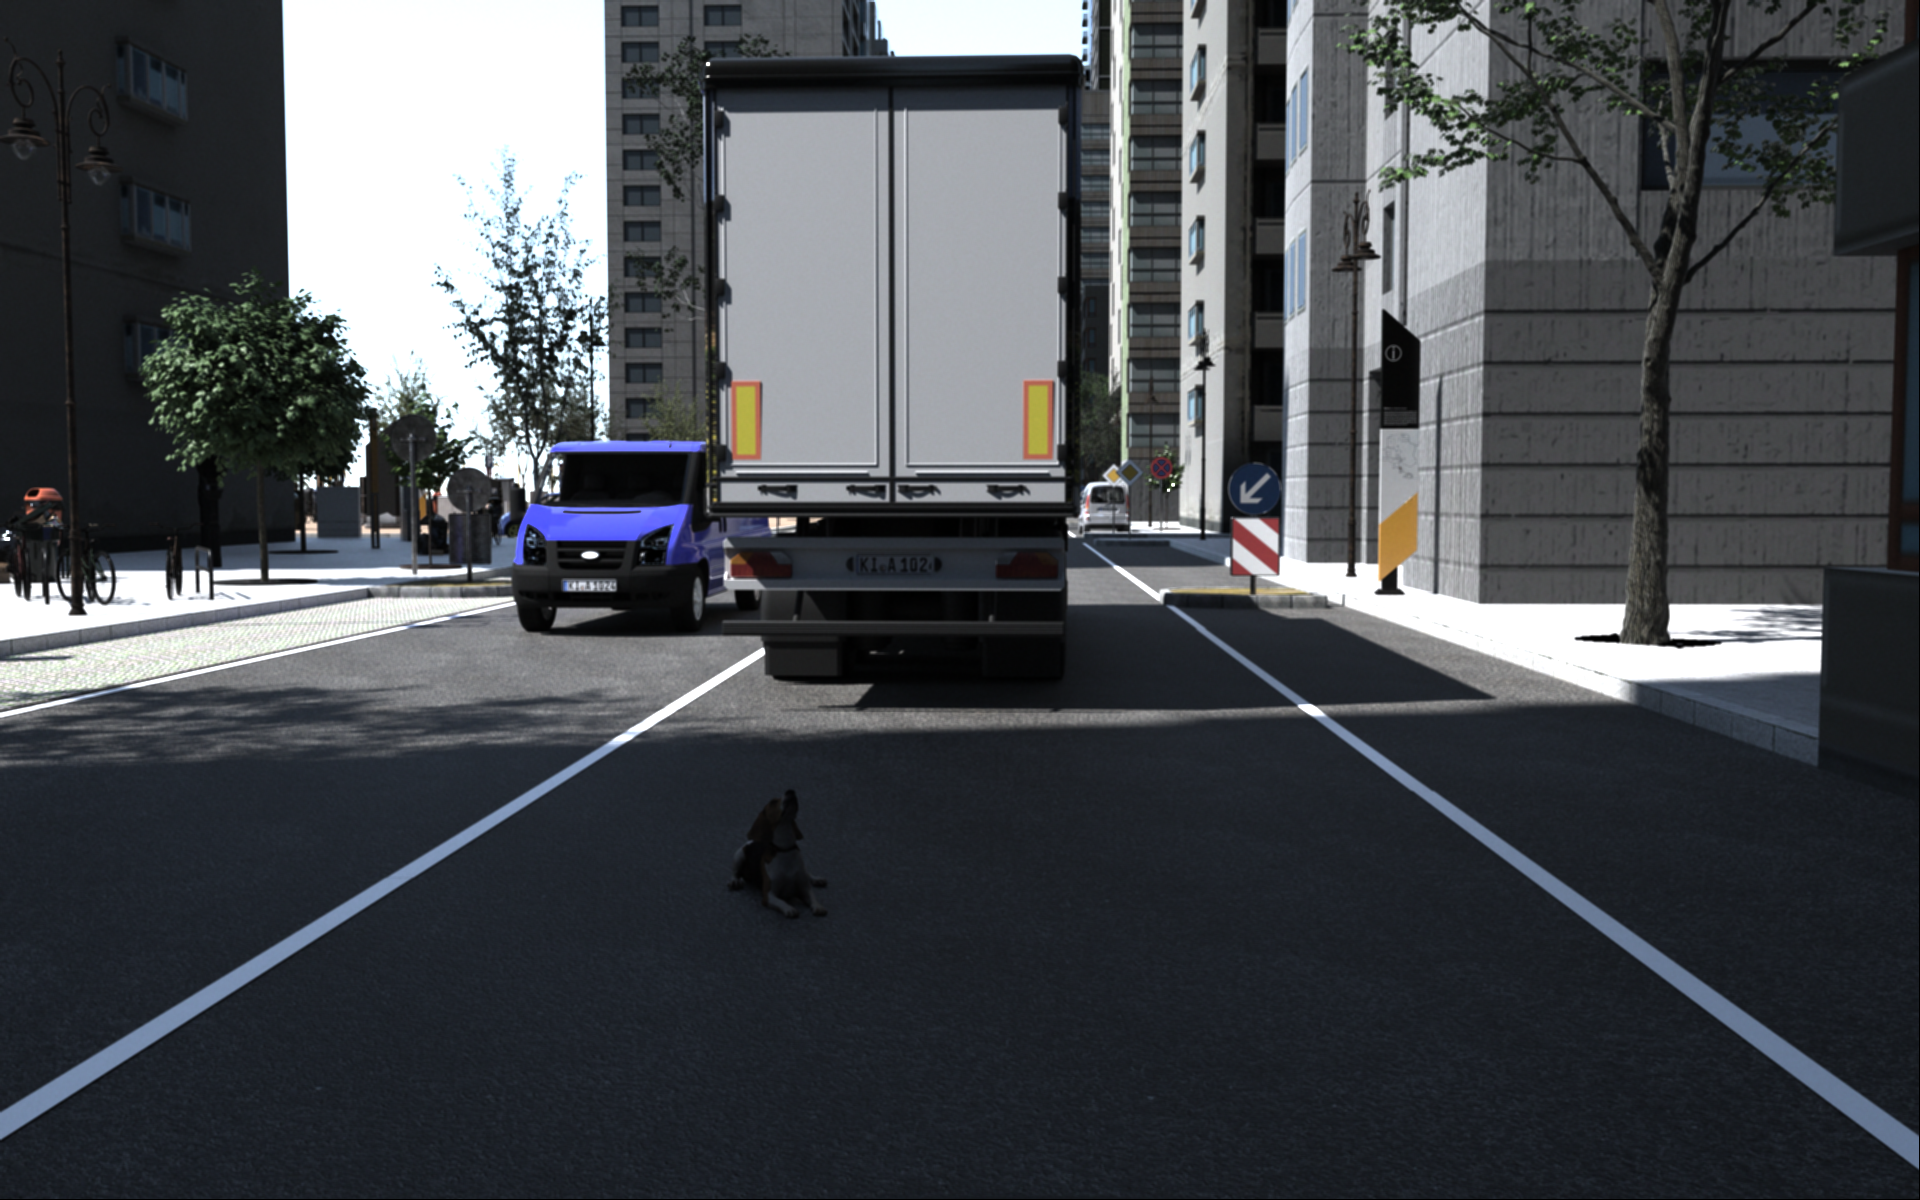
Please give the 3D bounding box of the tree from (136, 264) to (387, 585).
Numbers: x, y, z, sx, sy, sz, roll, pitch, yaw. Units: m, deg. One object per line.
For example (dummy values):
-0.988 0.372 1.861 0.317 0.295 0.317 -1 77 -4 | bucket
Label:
-10.069 -2.522 24.953 4.285 4.588 4.351 0 3 0 | tree

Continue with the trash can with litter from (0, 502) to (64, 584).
-13.533 -0.830 24.950 1.055 1.170 0.624 -3 4 -37 | trash can with litter

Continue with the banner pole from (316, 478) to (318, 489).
-46.990 -8.403 127.410 0.863 3.779 0.401 0 4 4 | banner pole

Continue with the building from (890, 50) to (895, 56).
-15.491 -34.896 194.254 21.300 48.544 21.600 0 4 2 | building

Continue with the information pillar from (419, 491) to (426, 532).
-18.442 -4.133 58.925 0.504 3.616 0.183 0 4 -6 | information pillar

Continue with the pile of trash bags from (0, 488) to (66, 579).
-14.974 -1.051 26.930 3.447 1.369 1.912 2 4 33 | pile of trash bags

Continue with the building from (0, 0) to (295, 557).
-28.888 -25.173 35.276 21.600 48.544 21.300 0 4 2 | building

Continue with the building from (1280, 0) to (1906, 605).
16.985 -29.971 32.033 21.231 58.520 28.212 0 4 2 | building

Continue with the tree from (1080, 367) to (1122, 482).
8.308 -9.120 99.480 4.360 8.622 3.978 0 3 0 | tree

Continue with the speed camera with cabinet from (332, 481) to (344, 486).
-41.835 -7.575 118.192 2.038 3.252 0.660 1 4 11 | speed camera with cabinet

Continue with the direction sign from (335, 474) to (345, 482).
-40.100 -7.336 111.932 0.379 3.537 0.876 2 4 28 | direction sign

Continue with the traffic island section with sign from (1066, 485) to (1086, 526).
5.484 -4.346 79.686 1.989 1.847 2.006 0 4 2 | traffic island section with sign

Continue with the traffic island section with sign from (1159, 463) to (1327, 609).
3.639 -0.857 22.643 1.989 1.847 2.006 0 4 2 | traffic island section with sign

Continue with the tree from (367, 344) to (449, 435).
-27.026 -8.182 84.131 4.737 8.622 4.395 0 3 0 | tree

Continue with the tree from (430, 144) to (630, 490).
-8.994 -5.277 36.643 4.360 8.622 3.978 0 3 0 | tree

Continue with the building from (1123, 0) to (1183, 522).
14.981 -24.575 85.402 14.154 41.232 14.086 0 4 2 | building

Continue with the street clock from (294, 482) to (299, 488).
-39.299 -5.976 102.279 0.358 2.002 0.471 3 4 38 | street clock

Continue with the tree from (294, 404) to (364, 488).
-27.909 -7.367 70.815 4.737 8.622 4.395 0 3 0 | tree

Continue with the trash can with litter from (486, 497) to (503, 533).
-15.488 -2.804 57.227 0.624 1.170 1.055 -2 4 -31 | trash can with litter

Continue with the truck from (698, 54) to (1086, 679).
-0.169 -1.700 16.716 2.839 4.237 11.283 0 4 3 | truck

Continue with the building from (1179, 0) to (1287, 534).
19.371 -26.996 65.080 21.600 48.544 21.300 0 4 2 | building

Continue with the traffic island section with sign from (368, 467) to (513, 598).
-7.119 -0.981 24.674 1.989 1.847 2.006 0 4 2 | traffic island section with sign

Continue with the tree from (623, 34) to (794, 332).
-7.391 -13.081 69.770 12.611 20.169 13.585 0 3 0 | tree

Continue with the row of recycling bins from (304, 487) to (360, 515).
-37.954 -5.982 104.917 3.534 1.692 1.069 -2 4 -30 | row of recycling bins

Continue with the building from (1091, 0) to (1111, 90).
23.167 -46.270 194.764 20.563 71.187 20.611 0 4 2 | building

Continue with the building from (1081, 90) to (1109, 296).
19.117 -30.268 178.477 14.154 41.232 14.086 0 4 2 | building

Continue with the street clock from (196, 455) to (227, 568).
-13.033 -1.569 30.230 0.471 2.002 0.358 -1 4 -9 | street clock

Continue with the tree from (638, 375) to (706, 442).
-17.943 -9.658 108.273 4.737 8.622 4.395 0 3 0 | tree

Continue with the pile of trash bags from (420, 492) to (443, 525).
-23.439 -4.173 77.979 1.912 1.369 3.447 1 4 19 | pile of trash bags

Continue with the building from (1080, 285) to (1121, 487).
24.605 -19.107 157.439 27.650 21.520 28.899 0 4 2 | building

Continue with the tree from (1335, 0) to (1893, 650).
6.015 -5.423 14.427 9.928 11.665 9.643 0 3 0 | tree

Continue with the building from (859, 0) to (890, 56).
-17.452 -33.560 168.309 23.786 49.044 30.456 0 4 2 | building

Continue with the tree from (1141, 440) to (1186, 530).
7.327 -4.149 62.442 1.663 3.219 1.824 0 3 0 | tree

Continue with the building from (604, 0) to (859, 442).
-16.632 -43.049 142.108 20.563 71.187 20.611 0 4 2 | building

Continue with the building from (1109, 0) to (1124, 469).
24.267 -32.274 116.918 28.713 52.752 27.495 0 4 2 | building

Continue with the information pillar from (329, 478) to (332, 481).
-48.218 -8.635 132.534 0.183 3.616 0.504 1 4 19 | information pillar

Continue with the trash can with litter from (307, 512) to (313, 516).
-37.132 -5.406 99.773 1.055 1.170 0.624 1 4 8 | trash can with litter

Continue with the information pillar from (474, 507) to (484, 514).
-18.759 -3.853 67.485 0.304 2.012 0.304 -3 4 -38 | information pillar

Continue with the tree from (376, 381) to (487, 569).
-9.290 -2.159 29.907 1.663 3.219 1.824 0 3 0 | tree

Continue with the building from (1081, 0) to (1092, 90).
25.379 -57.447 251.933 22.319 86.520 31.000 0 4 2 | building

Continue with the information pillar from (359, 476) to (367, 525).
-24.732 -4.127 71.962 0.304 2.012 0.304 3 5 44 | information pillar

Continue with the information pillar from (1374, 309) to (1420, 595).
5.558 -1.873 21.979 0.504 3.616 0.183 0 4 3 | information pillar
